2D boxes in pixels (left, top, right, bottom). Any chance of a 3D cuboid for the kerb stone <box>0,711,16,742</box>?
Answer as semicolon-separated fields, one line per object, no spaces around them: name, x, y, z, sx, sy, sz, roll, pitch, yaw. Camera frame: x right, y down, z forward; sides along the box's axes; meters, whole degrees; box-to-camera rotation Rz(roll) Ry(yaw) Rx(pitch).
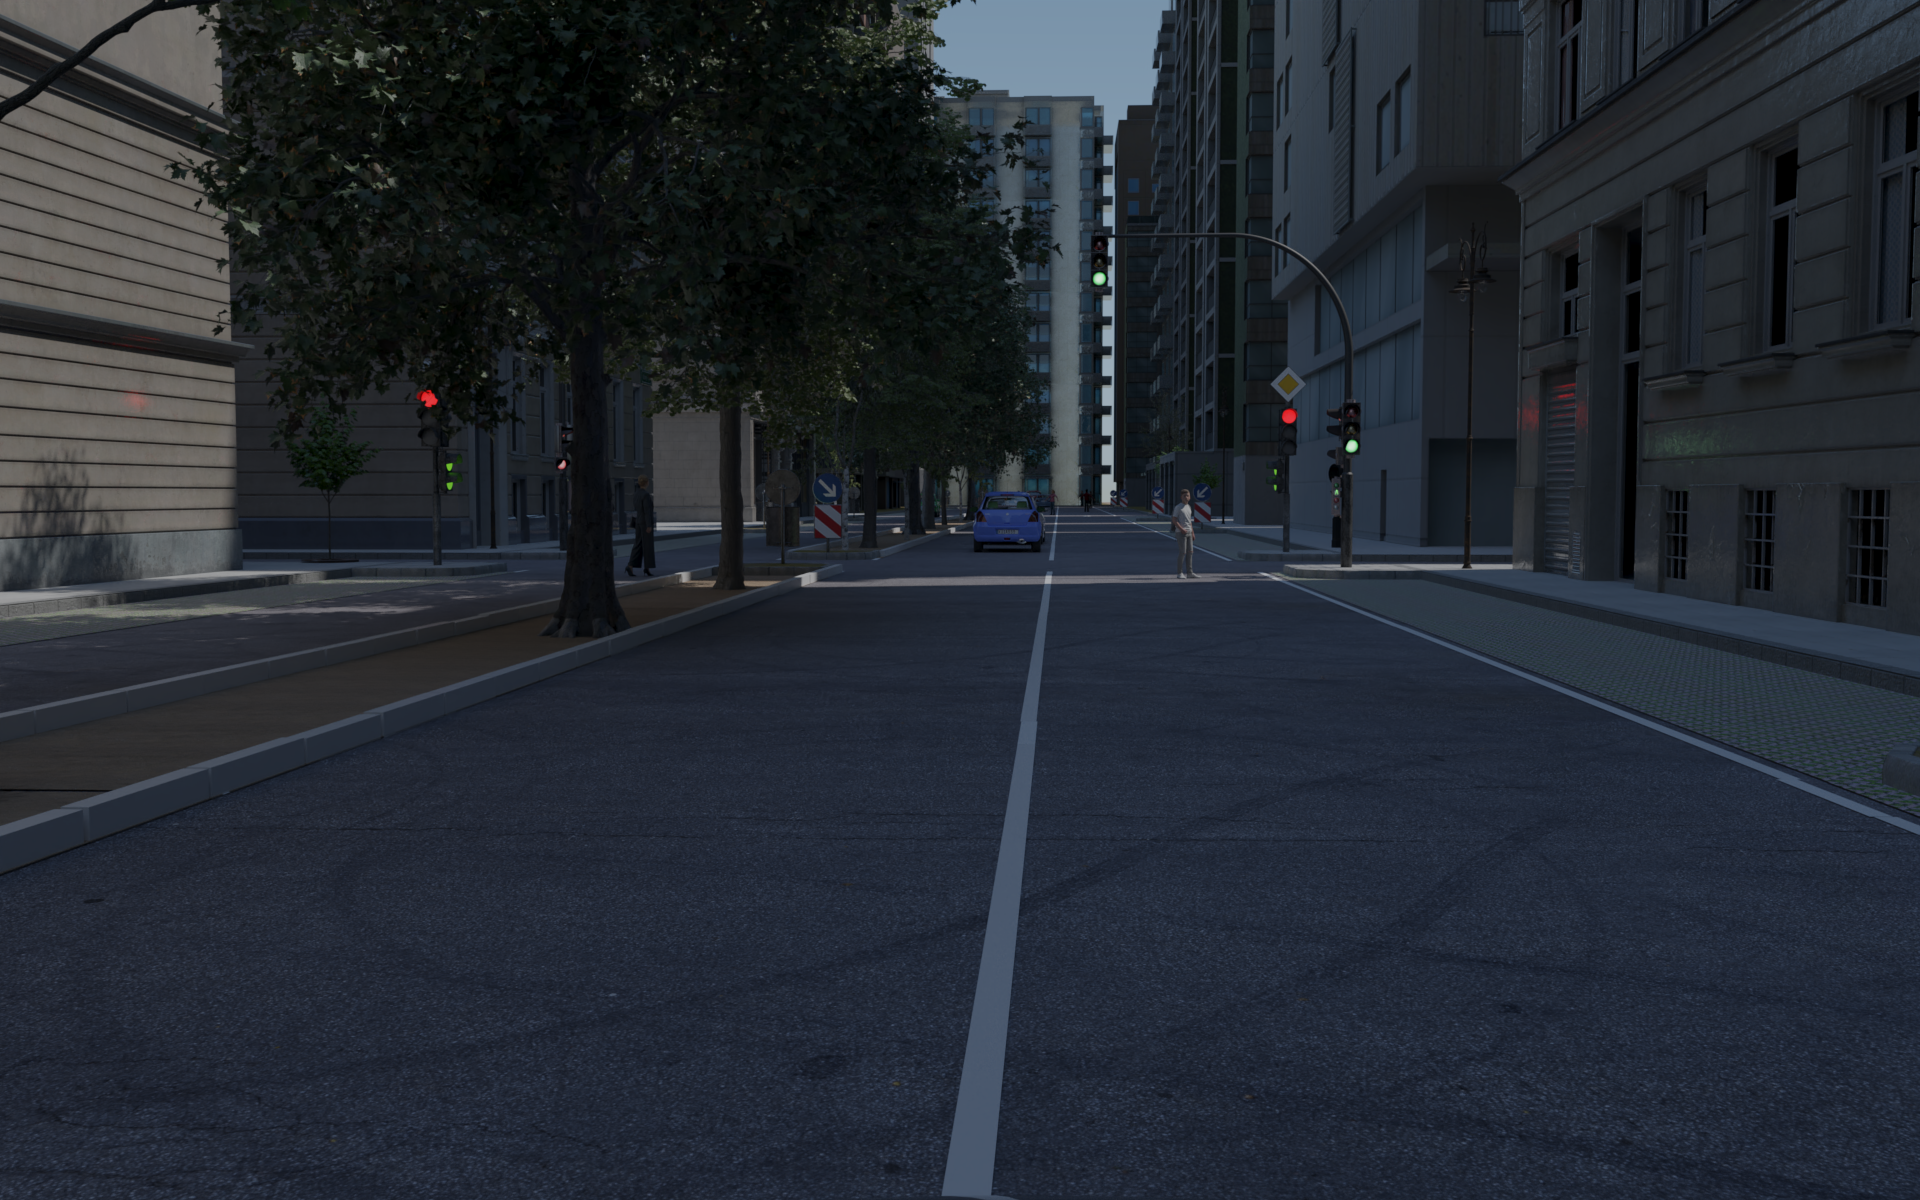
kerb stone;-5.573;0.760;9.762;0.120;0.150;1.000;0;4;3

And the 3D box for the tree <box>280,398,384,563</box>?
tree;-12.001;-2.324;32.595;1.663;3.219;1.824;0;3;0

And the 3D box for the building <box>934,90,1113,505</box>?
building;2.915;-35.997;208.157;30.456;49.044;23.786;0;4;3

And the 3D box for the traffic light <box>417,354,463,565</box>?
traffic light;-9.404;-2.581;31.116;0.839;4.253;0.868;0;4;3

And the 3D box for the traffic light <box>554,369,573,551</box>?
traffic light;-6.851;-3.935;39.003;4.771;5.953;1.251;0;4;3

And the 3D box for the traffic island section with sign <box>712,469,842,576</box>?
traffic island section with sign;-3.288;-1.407;31.133;2.006;1.907;1.989;0;4;3

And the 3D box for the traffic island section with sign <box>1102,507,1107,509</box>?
traffic island section with sign;14.664;-9.689;167.047;1.989;1.847;2.006;0;4;3

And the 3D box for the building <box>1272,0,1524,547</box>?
building;23.987;-28.218;50.611;27.495;52.752;28.713;0;4;3

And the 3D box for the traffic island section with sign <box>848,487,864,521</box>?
traffic island section with sign;-5.616;-5.100;92.017;1.989;1.847;2.006;0;4;3

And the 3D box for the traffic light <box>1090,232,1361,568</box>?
traffic light;4.638;-3.395;30.184;4.771;5.953;1.251;0;4;3

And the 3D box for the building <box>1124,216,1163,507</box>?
building;24.186;-25.049;181.247;14.160;30.474;14.107;0;4;3

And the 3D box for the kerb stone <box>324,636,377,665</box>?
kerb stone;-5.283;0.450;14.869;0.120;0.150;1.000;0;4;3

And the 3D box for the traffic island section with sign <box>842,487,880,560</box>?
traffic island section with sign;-2.852;-1.859;38.528;2.006;1.907;1.989;0;4;3

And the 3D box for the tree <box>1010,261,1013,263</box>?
tree;-2.481;-7.667;45.947;7.486;12.596;7.792;0;3;0

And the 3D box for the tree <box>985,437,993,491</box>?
tree;0.067;-8.180;86.564;4.737;8.622;4.395;0;3;0

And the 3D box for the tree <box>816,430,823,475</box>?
tree;-7.895;-9.833;111.127;4.737;8.622;4.395;0;3;0

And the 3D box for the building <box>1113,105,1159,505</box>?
building;25.307;-33.782;202.449;14.200;45.320;14.600;0;4;3

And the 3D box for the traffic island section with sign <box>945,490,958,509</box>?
traffic island section with sign;-1.192;-9.789;168.679;1.989;1.847;2.006;0;4;3

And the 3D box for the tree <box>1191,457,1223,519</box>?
tree;12.794;-5.868;90.545;1.663;3.219;1.824;0;3;0

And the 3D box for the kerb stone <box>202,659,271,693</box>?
kerb stone;-5.412;0.575;12.829;0.120;0.150;1.000;0;4;3

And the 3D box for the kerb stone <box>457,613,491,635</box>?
kerb stone;-5.105;0.273;17.942;0.120;0.150;1.000;0;4;3

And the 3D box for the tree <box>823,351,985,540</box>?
tree;-1.610;-6.122;52.918;4.737;8.622;4.395;0;3;0

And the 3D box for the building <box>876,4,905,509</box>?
building;-12.345;-30.584;150.152;14.600;45.320;14.200;0;4;3

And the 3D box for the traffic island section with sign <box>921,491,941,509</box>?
traffic island section with sign;-2.795;-8.084;140.797;1.989;1.847;2.006;0;4;3

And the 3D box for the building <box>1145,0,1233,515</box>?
building;25.095;-42.410;131.650;20.563;71.187;20.611;0;4;3

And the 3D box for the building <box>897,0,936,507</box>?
building;-13.578;-45.357;179.845;20.611;71.187;20.563;0;4;3

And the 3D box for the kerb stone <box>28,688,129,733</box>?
kerb stone;-5.517;0.698;10.787;0.120;0.150;1.000;0;4;3

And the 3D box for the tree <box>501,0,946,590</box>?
tree;-3.510;-6.445;25.968;7.486;12.596;7.792;0;3;0

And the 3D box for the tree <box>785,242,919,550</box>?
tree;-2.659;-5.336;40.055;4.360;8.622;3.978;0;3;0

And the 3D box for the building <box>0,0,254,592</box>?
building;-29.364;-12.562;24.467;34.723;24.649;14.460;0;4;3

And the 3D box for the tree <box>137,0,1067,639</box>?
tree;-3.742;-5.986;17.331;9.611;12.733;9.660;0;3;0

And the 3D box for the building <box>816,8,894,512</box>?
building;-16.677;-28.996;128.708;22.147;44.769;28.867;0;4;3

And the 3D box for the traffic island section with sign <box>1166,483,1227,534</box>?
traffic island section with sign;8.691;-3.346;63.342;1.989;1.847;2.006;0;4;3

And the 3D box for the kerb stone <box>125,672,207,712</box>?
kerb stone;-5.460;0.635;11.808;0.120;0.150;1.000;0;4;3

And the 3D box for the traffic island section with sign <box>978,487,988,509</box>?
traffic island section with sign;1.462;-6.447;113.543;2.006;1.907;1.989;0;4;3

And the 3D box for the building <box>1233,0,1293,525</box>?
building;19.154;-18.673;76.999;14.160;30.474;14.107;0;4;3

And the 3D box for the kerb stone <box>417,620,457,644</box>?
kerb stone;-5.169;0.323;16.916;0.120;0.150;1.000;0;4;3

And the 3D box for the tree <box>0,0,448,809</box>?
tree;-4.812;-4.853;7.557;9.928;11.665;9.643;0;3;0

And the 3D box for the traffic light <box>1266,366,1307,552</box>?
traffic light;7.191;-3.013;38.177;0.839;4.253;0.868;0;4;3

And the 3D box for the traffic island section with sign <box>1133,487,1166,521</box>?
traffic island section with sign;10.304;-5.066;91.463;1.989;1.847;2.006;0;4;3

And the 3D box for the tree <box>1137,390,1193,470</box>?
tree;14.532;-10.411;120.588;4.360;8.622;3.978;0;3;0

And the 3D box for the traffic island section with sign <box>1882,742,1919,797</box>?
traffic island section with sign;5.499;0.040;7.976;1.989;1.847;2.006;0;4;3

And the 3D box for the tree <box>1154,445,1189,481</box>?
tree;14.619;-8.079;115.810;4.285;4.588;4.351;0;3;0

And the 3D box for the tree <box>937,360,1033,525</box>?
tree;-0.676;-8.771;80.279;8.767;10.594;7.601;0;4;3

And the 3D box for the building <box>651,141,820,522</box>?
building;-13.734;-13.975;79.399;10.553;20.767;40.483;0;4;3

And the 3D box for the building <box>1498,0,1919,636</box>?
building;15.892;-11.075;14.365;16.112;22.955;30.059;0;4;3

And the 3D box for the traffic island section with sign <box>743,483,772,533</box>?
traffic island section with sign;-7.231;-3.372;63.768;1.989;1.847;2.006;0;4;3

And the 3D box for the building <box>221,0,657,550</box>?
building;-17.141;-16.095;49.059;13.634;28.700;20.117;0;4;3

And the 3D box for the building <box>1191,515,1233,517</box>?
building;22.716;-40.529;100.906;20.563;71.187;20.611;0;4;3

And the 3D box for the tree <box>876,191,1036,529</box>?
tree;-1.343;-9.882;70.683;9.857;13.997;8.962;0;3;0

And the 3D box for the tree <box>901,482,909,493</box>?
tree;-4.524;-10.261;162.375;1.663;3.219;1.824;0;3;0

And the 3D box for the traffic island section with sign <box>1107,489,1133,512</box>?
traffic island section with sign;13.100;-8.038;140.047;1.989;1.847;2.006;0;4;3

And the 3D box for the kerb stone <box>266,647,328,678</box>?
kerb stone;-5.348;0.514;13.849;0.120;0.150;1.000;0;4;3

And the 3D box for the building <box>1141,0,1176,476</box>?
building;28.974;-32.927;157.967;23.786;49.044;30.456;0;4;3

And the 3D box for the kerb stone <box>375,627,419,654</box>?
kerb stone;-5.230;0.387;15.889;0.120;0.150;1.000;0;4;3
